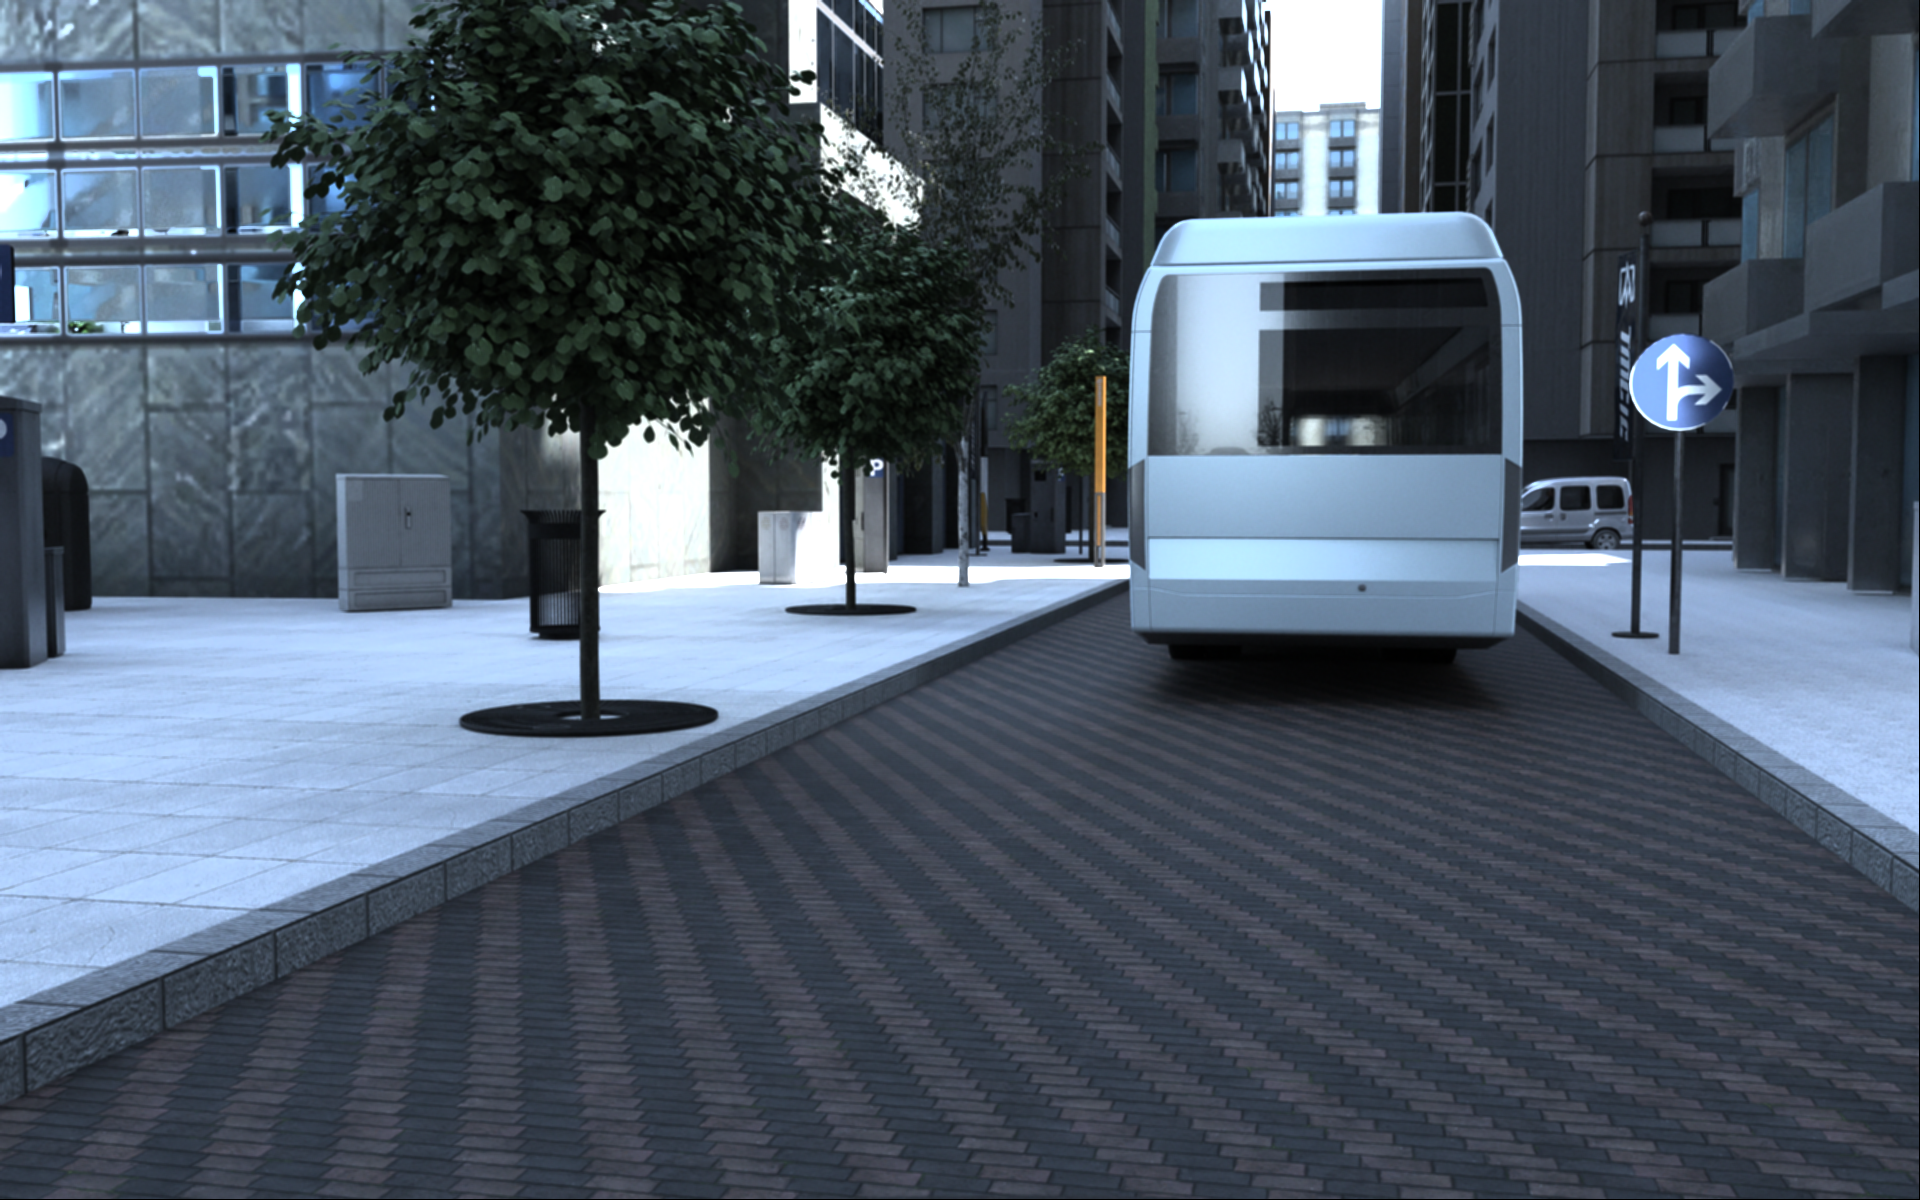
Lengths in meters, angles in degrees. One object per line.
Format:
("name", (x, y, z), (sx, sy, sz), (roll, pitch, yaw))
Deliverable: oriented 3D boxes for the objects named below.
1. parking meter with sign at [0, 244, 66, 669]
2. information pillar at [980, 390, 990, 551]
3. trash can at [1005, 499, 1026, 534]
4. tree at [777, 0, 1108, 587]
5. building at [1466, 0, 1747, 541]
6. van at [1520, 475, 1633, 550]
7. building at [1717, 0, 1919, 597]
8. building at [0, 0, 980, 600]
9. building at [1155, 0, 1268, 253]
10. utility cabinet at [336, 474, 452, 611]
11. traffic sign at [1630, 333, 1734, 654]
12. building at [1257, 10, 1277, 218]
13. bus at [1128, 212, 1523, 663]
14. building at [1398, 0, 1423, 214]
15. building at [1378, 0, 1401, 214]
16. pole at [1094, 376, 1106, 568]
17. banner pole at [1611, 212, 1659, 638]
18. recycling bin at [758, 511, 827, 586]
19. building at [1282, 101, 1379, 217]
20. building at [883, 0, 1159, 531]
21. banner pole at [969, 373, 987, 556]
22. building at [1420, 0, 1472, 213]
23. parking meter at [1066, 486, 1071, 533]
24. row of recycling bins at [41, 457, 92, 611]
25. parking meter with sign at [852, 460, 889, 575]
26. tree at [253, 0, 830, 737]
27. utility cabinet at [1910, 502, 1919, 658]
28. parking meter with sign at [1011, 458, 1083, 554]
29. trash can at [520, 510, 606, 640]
("parking meter with sign", (-7.116, -1.019, 12.914), (0.543, 3.016, 1.738), (-1, 4, -16))
("information pillar", (0.549, -2.909, 38.915), (0.183, 3.616, 0.504), (1, 4, 10))
("trash can", (1.781, -2.684, 55.533), (0.748, 1.137, 0.748), (0, 3, 0))
("tree", (-0.190, -4.491, 23.787), (4.360, 8.622, 3.978), (0, 3, 0))
("building", (22.993, -22.513, 51.683), (14.086, 41.232, 14.154), (1, 4, 12))
("van", (14.036, -2.120, 41.678), (4.112, 2.044, 2.013), (1, 4, 13))
("building", (21.355, -24.313, 17.125), (23.786, 49.044, 30.456), (1, 4, 12))
("building", (-17.042, -43.955, 31.332), (31.000, 86.520, 22.319), (1, 4, 12))
("building", (12.857, -31.750, 138.726), (23.786, 49.044, 30.456), (1, 4, 12))
("utility cabinet", (-6.242, -0.640, 19.146), (1.173, 1.500, 0.318), (-3, 5, -40))
("traffic sign", (5.735, -0.839, 13.830), (0.768, 2.556, 0.104), (1, 4, 18))
("building", (21.801, -31.195, 160.140), (14.600, 45.320, 14.200), (1, 4, 12))
("bus", (3.599, -1.414, 17.983), (2.948, 3.499, 13.247), (1, 4, 10))
("building", (39.858, -29.263, 128.568), (14.600, 45.320, 14.200), (1, 4, 12))
("building", (53.384, -38.813, 176.583), (21.231, 58.520, 28.212), (1, 4, 12))
("pole", (2.432, -2.215, 30.055), (0.158, 3.312, 0.155), (0, 3, 0))
("banner pole", (6.075, -1.570, 15.695), (0.401, 3.779, 0.863), (0, 4, 0))
("recycling bin", (-2.392, -0.745, 24.735), (0.722, 1.027, 0.722), (3, 4, 38))
("building", (46.927, -36.366, 214.198), (30.456, 49.044, 23.786), (1, 4, 12))
("building", (-0.287, -23.306, 64.652), (14.154, 41.232, 14.086), (1, 4, 12))
("banner pole", (0.306, -2.796, 35.729), (0.401, 3.779, 0.863), (1, 4, 16))
("building", (37.298, -40.881, 106.655), (20.563, 71.187, 20.611), (1, 4, 12))
("parking meter", (3.456, -2.950, 56.638), (0.372, 1.533, 0.369), (0, 3, 0))
("row of recycling bins", (-10.577, -0.660, 17.907), (1.069, 1.692, 3.534), (1, 4, 22))
("parking meter with sign", (-1.424, -1.960, 28.313), (0.543, 3.016, 1.738), (-1, 4, -17))
("tree", (-2.027, -1.587, 9.653), (4.285, 4.588, 4.351), (0, 3, 0))
("utility cabinet", (7.864, -0.169, 13.929), (0.306, 1.237, 1.020), (2, 4, 25))
("parking meter with sign", (1.901, -2.510, 37.301), (1.738, 3.016, 0.543), (2, 4, 35))
("trash can", (-3.526, -0.231, 15.429), (0.748, 1.137, 0.748), (0, 3, 0))
